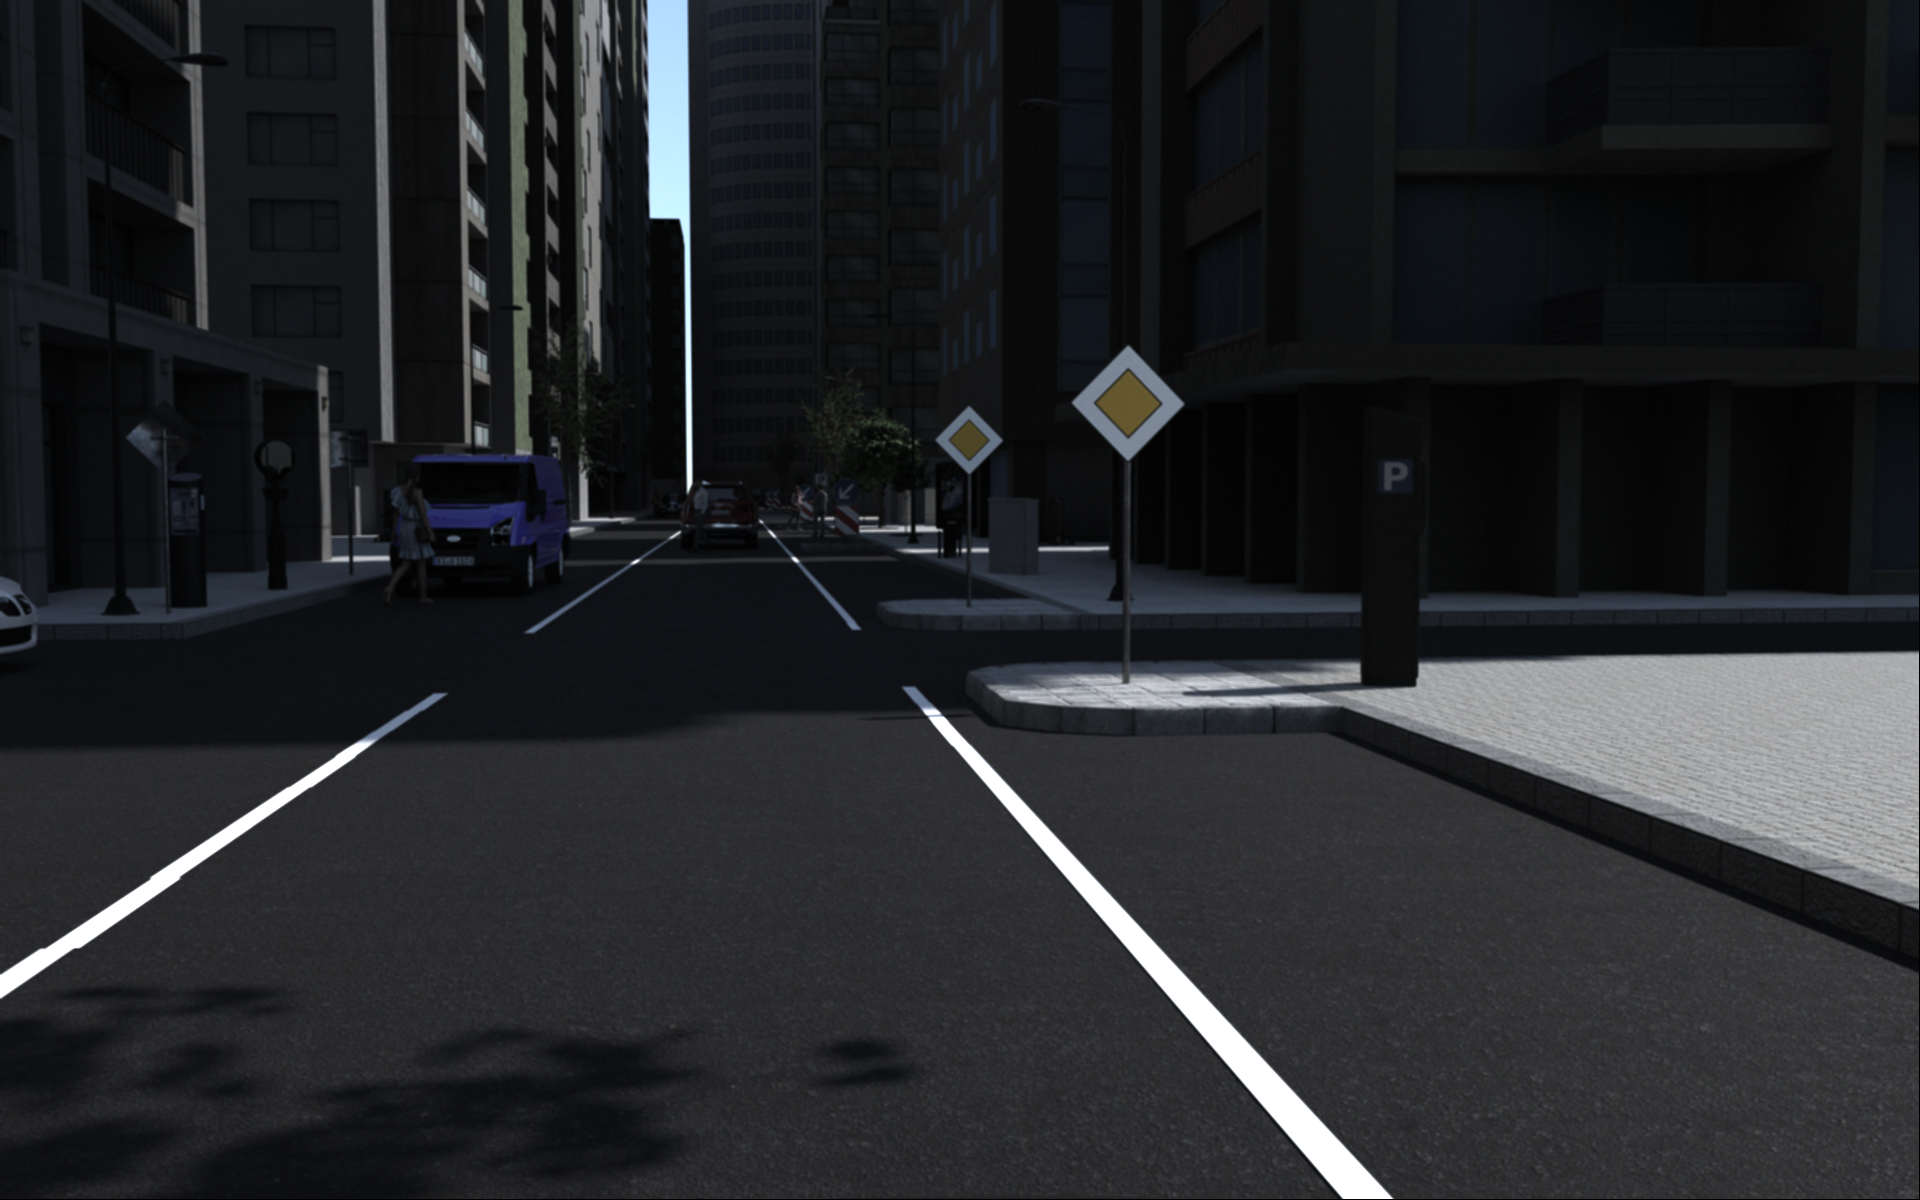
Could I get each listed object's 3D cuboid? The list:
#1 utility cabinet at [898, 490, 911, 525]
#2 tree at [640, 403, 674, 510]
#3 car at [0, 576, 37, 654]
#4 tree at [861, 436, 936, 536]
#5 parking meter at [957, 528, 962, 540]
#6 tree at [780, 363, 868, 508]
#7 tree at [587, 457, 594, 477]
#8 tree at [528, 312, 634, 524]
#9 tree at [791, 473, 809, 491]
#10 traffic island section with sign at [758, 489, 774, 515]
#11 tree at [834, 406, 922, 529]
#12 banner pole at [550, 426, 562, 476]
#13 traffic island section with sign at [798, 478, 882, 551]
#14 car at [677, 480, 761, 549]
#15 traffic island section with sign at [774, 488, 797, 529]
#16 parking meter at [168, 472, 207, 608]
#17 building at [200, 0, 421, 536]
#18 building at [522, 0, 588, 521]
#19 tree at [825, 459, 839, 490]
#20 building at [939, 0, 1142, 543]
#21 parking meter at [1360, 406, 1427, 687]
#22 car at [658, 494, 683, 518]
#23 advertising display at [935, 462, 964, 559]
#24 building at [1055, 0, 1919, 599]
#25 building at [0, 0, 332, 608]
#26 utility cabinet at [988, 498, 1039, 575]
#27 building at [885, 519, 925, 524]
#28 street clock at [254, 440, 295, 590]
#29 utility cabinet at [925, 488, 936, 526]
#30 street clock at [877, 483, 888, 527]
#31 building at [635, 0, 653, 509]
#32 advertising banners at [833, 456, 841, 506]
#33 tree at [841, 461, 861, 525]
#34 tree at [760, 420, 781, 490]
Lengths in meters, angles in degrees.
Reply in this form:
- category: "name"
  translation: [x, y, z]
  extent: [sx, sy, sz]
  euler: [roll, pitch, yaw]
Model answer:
- category: "utility cabinet"
  translation: [-2.269, -3.774, 70.388]
  extent: [0.318, 1.500, 1.173]
  euler: [-1, 4, -15]
- category: "tree"
  translation: [-25.043, -11.520, 138.706]
  extent: [4.360, 8.622, 3.978]
  euler: [0, 3, 0]
- category: "car"
  translation: [-9.934, -0.078, 13.639]
  extent: [4.827, 1.381, 2.083]
  euler: [0, 4, -7]
- category: "tree"
  translation: [-1.741, -3.572, 53.005]
  extent: [1.663, 3.219, 1.824]
  euler: [0, 3, 0]
- category: "parking meter"
  translation: [-0.124, -2.448, 48.431]
  extent: [0.372, 1.533, 0.369]
  euler: [0, 3, 0]
- category: "tree"
  translation: [-7.078, -8.943, 96.576]
  extent: [4.737, 8.622, 4.395]
  euler: [0, 3, 0]
- category: "tree"
  translation: [-21.013, -6.573, 91.186]
  extent: [4.285, 4.588, 4.351]
  euler: [0, 3, 0]
- category: "tree"
  translation: [-15.711, -7.333, 70.259]
  extent: [4.737, 8.622, 4.395]
  euler: [0, 3, 0]
- category: "tree"
  translation: [-14.561, -9.929, 156.933]
  extent: [1.663, 3.219, 1.824]
  euler: [0, 3, 0]
- category: "traffic island section with sign"
  translation: [-12.985, -6.887, 121.222]
  extent: [1.989, 1.847, 2.006]
  euler: [0, 4, -7]
- category: "tree"
  translation: [-3.061, -4.923, 64.213]
  extent: [4.285, 4.588, 4.351]
  euler: [0, 3, 0]
- category: "banner pole"
  translation: [-14.816, -4.510, 63.762]
  extent: [0.401, 3.779, 0.863]
  euler: [1, 4, 23]
- category: "traffic island section with sign"
  translation: [-3.058, -2.182, 44.309]
  extent: [1.989, 1.847, 2.006]
  euler: [0, 4, -7]
- category: "car"
  translation: [-6.563, -2.357, 47.217]
  extent: [2.281, 1.827, 5.304]
  euler: [0, 4, -8]
- category: "traffic island section with sign"
  translation: [-6.496, -3.818, 71.045]
  extent: [1.989, 1.847, 2.006]
  euler: [0, 4, -7]
- category: "parking meter"
  translation: [-8.763, -0.687, 19.644]
  extent: [0.372, 1.533, 0.369]
  euler: [0, 3, 0]
- category: "building"
  translation: [-22.353, -22.848, 57.159]
  extent: [14.154, 41.232, 14.086]
  euler: [0, 4, -7]
- category: "building"
  translation: [-24.974, -18.819, 79.388]
  extent: [14.160, 30.474, 14.107]
  euler: [0, 4, -7]
- category: "tree"
  translation: [-5.156, -5.246, 80.367]
  extent: [1.663, 3.219, 1.824]
  euler: [0, 3, 0]
- category: "building"
  translation: [7.036, -24.568, 51.793]
  extent: [14.600, 45.320, 14.200]
  euler: [0, 4, -7]
- category: "parking meter"
  translation: [2.907, -0.361, 11.606]
  extent: [0.399, 1.863, 0.255]
  euler: [0, 4, 7]
- category: "car"
  translation: [-17.613, -5.918, 106.540]
  extent: [2.009, 1.686, 4.222]
  euler: [0, 4, -6]
- category: "advertising display"
  translation: [-0.202, -1.810, 34.815]
  extent: [0.123, 1.923, 0.974]
  euler: [2, 4, 29]
- category: "building"
  translation: [16.641, -23.014, 30.906]
  extent: [28.867, 44.769, 22.147]
  euler: [0, 4, -7]
- category: "building"
  translation: [-21.763, -35.933, 25.751]
  extent: [20.563, 71.187, 20.611]
  euler: [0, 4, -7]
- category: "utility cabinet"
  translation: [0.859, -1.015, 27.759]
  extent: [0.306, 1.237, 1.020]
  euler: [-2, 4, -33]
- category: "building"
  translation: [3.125, -18.916, 80.977]
  extent: [14.160, 30.474, 14.107]
  euler: [0, 4, -7]
- category: "street clock"
  translation: [-9.182, -1.142, 23.248]
  extent: [0.471, 2.002, 0.358]
  euler: [-3, 5, -42]
- category: "utility cabinet"
  translation: [-0.807, -3.671, 68.694]
  extent: [1.173, 1.500, 0.318]
  euler: [0, 4, -1]
- category: "street clock"
  translation: [-3.071, -3.907, 68.441]
  extent: [0.358, 2.002, 0.471]
  euler: [3, 4, 37]
- category: "building"
  translation: [-41.981, -37.412, 153.687]
  extent: [28.212, 58.520, 21.231]
  euler: [0, 4, -7]
- category: "advertising banners"
  translation: [-5.420, -4.931, 76.812]
  extent: [0.090, 3.025, 2.074]
  euler: [0, 4, 4]
- category: "tree"
  translation: [-4.038, -4.755, 72.348]
  extent: [1.663, 3.219, 1.824]
  euler: [0, 3, 0]
- category: "tree"
  translation: [-16.641, -13.030, 163.395]
  extent: [4.737, 8.622, 4.395]
  euler: [0, 3, 0]
